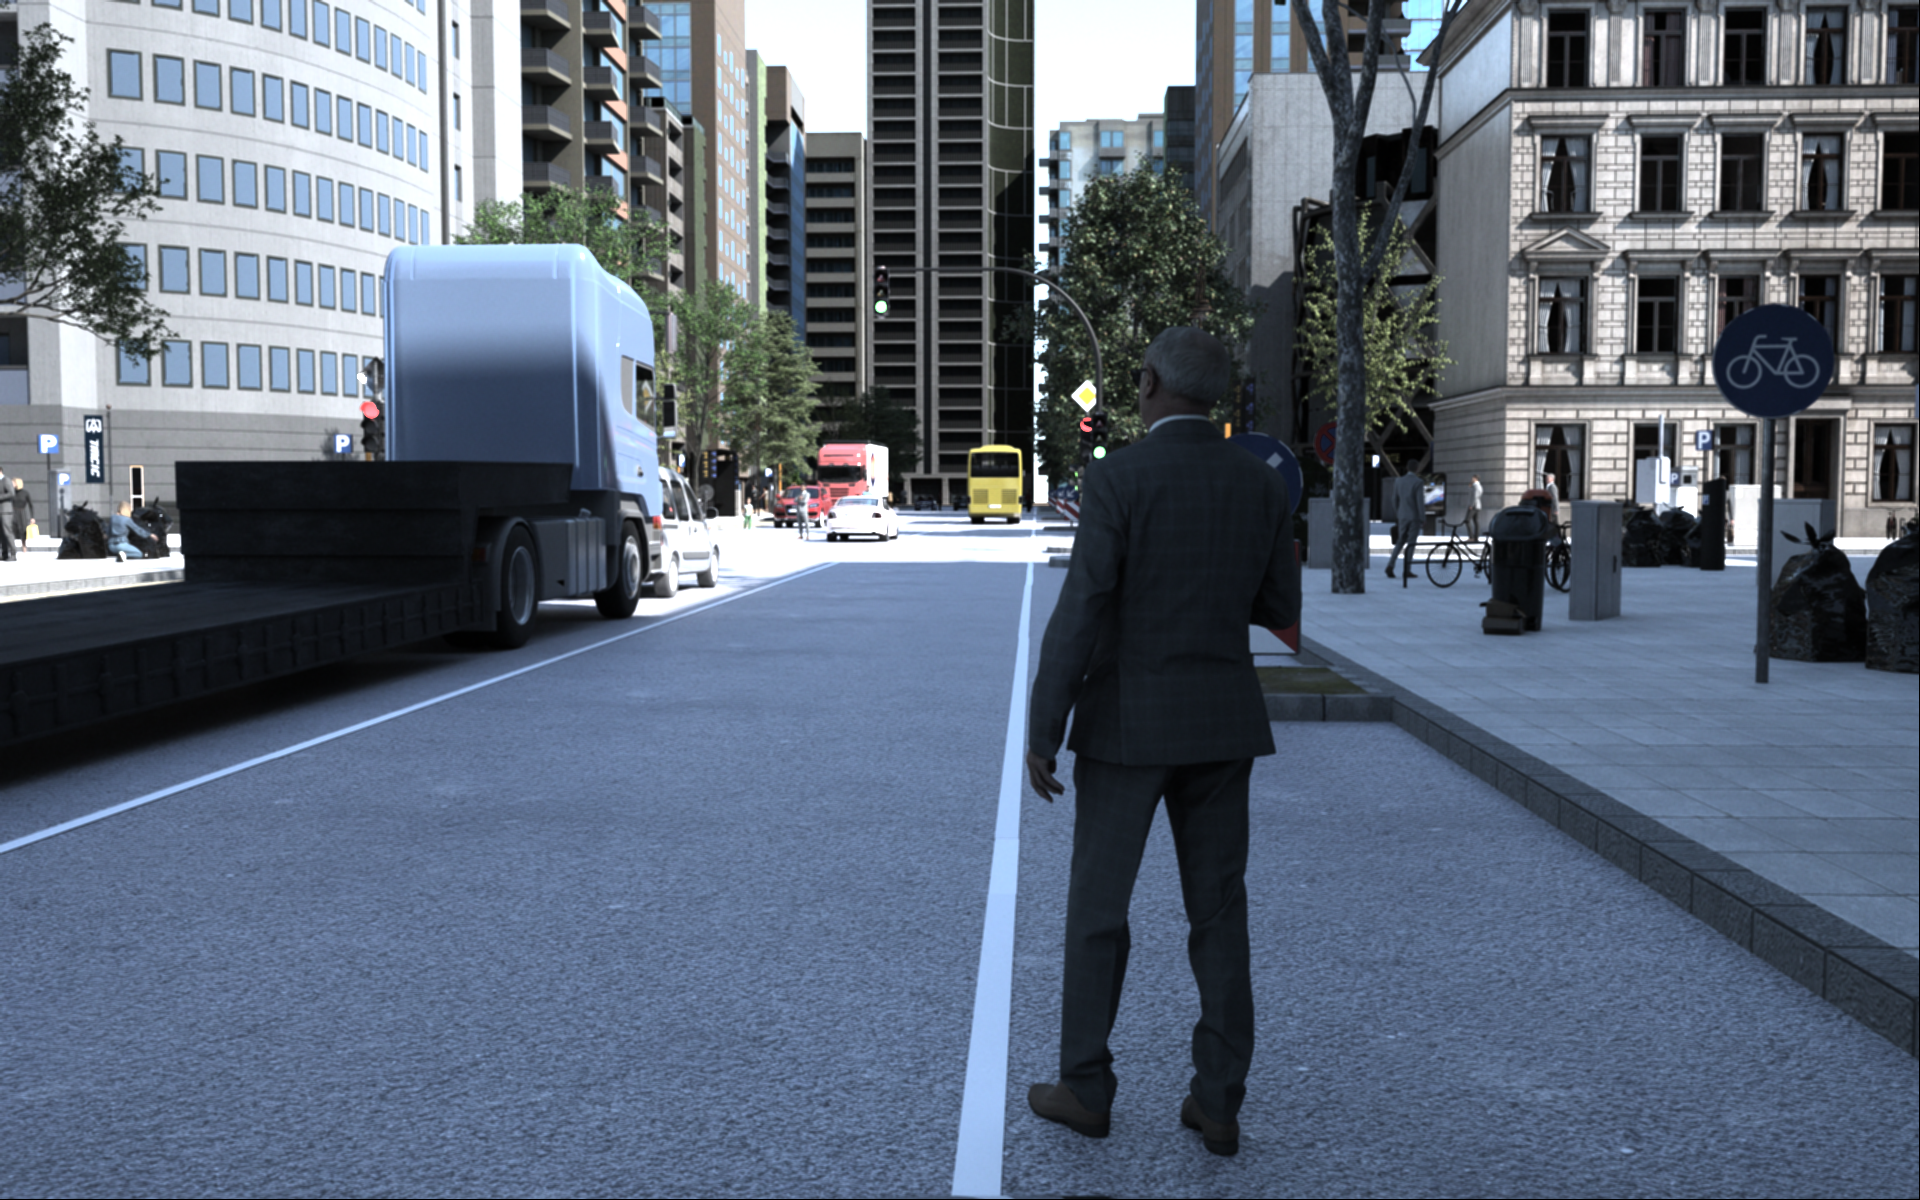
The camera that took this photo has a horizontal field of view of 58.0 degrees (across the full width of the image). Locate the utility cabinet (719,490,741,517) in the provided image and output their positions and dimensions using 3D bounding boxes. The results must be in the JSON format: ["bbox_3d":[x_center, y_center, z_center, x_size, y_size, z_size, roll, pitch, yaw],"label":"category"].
[{"bbox_3d":[-12.857,-5.391,96.815,1.173,1.500,0.318,1,4,10],"label":"utility cabinet"}]

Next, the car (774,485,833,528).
[{"bbox_3d":[-6.691,-4.015,74.320,2.281,1.827,5.304,0,4,3],"label":"car"}]

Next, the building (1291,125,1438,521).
[{"bbox_3d":[25.270,-13.495,88.097,16.820,18.784,16.811,0,4,3],"label":"building"}]

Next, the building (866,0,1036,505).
[{"bbox_3d":[-0.812,-47.792,219.644,20.611,71.187,20.563,0,4,3],"label":"building"}]

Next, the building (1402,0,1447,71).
[{"bbox_3d":[30.350,-51.343,152.131,22.319,86.520,31.000,0,4,3],"label":"building"}]

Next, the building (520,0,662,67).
[{"bbox_3d":[-30.061,-27.377,102.232,22.147,44.769,28.867,0,4,3],"label":"building"}]

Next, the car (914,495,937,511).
[{"bbox_3d":[-2.980,-8.462,150.931,1.945,1.354,3.894,0,4,4],"label":"car"}]

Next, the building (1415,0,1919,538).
[{"bbox_3d":[25.150,-11.625,54.698,19.286,19.102,10.561,0,4,3],"label":"building"}]

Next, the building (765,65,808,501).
[{"bbox_3d":[-23.819,-32.338,178.837,14.200,45.320,14.600,0,4,3],"label":"building"}]

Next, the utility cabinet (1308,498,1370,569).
[{"bbox_3d":[6.527,-1.143,29.850,1.020,1.237,0.306,0,4,7],"label":"utility cabinet"}]

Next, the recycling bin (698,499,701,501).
[{"bbox_3d":[-14.602,-5.139,96.582,0.722,1.027,0.722,-1,4,-9],"label":"recycling bin"}]

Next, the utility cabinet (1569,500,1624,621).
[{"bbox_3d":[6.605,-0.415,17.954,0.306,1.237,1.020,2,4,34],"label":"utility cabinet"}]

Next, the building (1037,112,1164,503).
[{"bbox_3d":[25.146,-36.731,220.162,30.456,49.044,23.786,0,4,3],"label":"building"}]

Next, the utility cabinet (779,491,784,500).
[{"bbox_3d":[-11.166,-6.368,112.788,1.173,1.500,0.318,0,4,5],"label":"utility cabinet"}]

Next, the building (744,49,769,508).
[{"bbox_3d":[-25.216,-28.822,154.831,14.154,41.232,14.086,0,4,3],"label":"building"}]

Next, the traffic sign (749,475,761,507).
[{"bbox_3d":[-13.378,-6.910,113.092,0.768,2.556,0.104,0,4,3],"label":"traffic sign"}]

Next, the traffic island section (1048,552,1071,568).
[{"bbox_3d":[2.796,-0.770,34.864,2.009,0.180,2.903,0,4,3],"label":"traffic island section"}]

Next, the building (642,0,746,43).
[{"bbox_3d":[-25.299,-29.998,140.580,14.600,45.320,14.200,0,4,3],"label":"building"}]

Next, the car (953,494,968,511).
[{"bbox_3d":[0.370,-8.574,149.976,2.009,1.686,4.222,0,4,3],"label":"car"}]

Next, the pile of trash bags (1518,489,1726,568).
[{"bbox_3d":[11.847,-1.311,31.181,3.447,1.369,1.912,1,4,10],"label":"pile of trash bags"}]

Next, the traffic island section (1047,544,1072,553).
[{"bbox_3d":[3.149,-1.258,42.841,2.009,0.180,2.903,0,4,3],"label":"traffic island section"}]

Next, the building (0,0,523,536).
[{"bbox_3d":[-31.217,-32.010,65.356,21.231,58.520,28.212,0,4,3],"label":"building"}]

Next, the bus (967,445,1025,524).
[{"bbox_3d":[1.812,-5.778,86.009,2.896,3.916,12.252,0,4,2],"label":"bus"}]

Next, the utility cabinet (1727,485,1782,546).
[{"bbox_3d":[19.325,-2.045,42.119,1.173,1.500,0.318,0,4,-5],"label":"utility cabinet"}]

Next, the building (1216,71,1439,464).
[{"bbox_3d":[22.821,-17.686,107.189,12.078,24.808,19.932,0,4,3],"label":"building"}]

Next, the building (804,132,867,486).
[{"bbox_3d":[-21.882,-36.569,221.609,21.600,48.544,21.300,0,4,3],"label":"building"}]

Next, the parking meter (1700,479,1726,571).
[{"bbox_3d":[12.681,-1.269,29.154,0.372,1.533,0.369,0,3,0],"label":"parking meter"}]

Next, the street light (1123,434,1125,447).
[{"bbox_3d":[6.215,-5.669,65.484,0.468,5.910,1.993,0,4,3],"label":"street light"}]

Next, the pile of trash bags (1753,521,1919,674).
[{"bbox_3d":[8.109,-0.216,13.285,3.447,1.369,1.912,0,4,-5],"label":"pile of trash bags"}]

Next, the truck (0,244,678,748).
[{"bbox_3d":[-5.460,-1.420,12.977,2.967,4.110,18.799,0,4,4],"label":"truck"}]

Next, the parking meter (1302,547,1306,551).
[{"bbox_3d":[7.017,-1.822,35.494,0.255,1.863,0.399,0,4,-6],"label":"parking meter"}]

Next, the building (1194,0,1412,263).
[{"bbox_3d":[25.257,-29.405,130.887,14.600,45.320,14.200,0,4,3],"label":"building"}]

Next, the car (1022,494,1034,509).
[{"bbox_3d":[6.214,-9.767,169.477,2.009,1.686,4.222,0,4,3],"label":"car"}]

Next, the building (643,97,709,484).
[{"bbox_3d":[-26.723,-21.709,126.648,14.160,30.474,14.107,0,4,3],"label":"building"}]

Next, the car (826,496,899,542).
[{"bbox_3d":[-2.974,-2.499,53.225,2.083,1.381,4.827,0,4,4],"label":"car"}]

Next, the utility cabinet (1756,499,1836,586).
[{"bbox_3d":[11.576,-0.785,23.999,0.306,1.237,1.020,-2,4,-26],"label":"utility cabinet"}]

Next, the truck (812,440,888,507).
[{"bbox_3d":[-5.728,-6.323,92.299,2.839,4.237,11.283,0,4,5],"label":"truck"}]

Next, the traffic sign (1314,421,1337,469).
[{"bbox_3d":[6.569,-1.848,30.328,0.768,2.556,0.104,0,4,5],"label":"traffic sign"}]

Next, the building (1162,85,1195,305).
[{"bbox_3d":[27.543,-30.156,176.641,14.154,41.232,14.086,0,4,3],"label":"building"}]

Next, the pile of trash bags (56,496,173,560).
[{"bbox_3d":[-16.173,-1.514,34.504,3.447,1.369,1.912,0,4,2],"label":"pile of trash bags"}]

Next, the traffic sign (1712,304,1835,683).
[{"bbox_3d":[5.458,-0.710,11.709,0.768,2.556,0.104,1,4,11],"label":"traffic sign"}]
